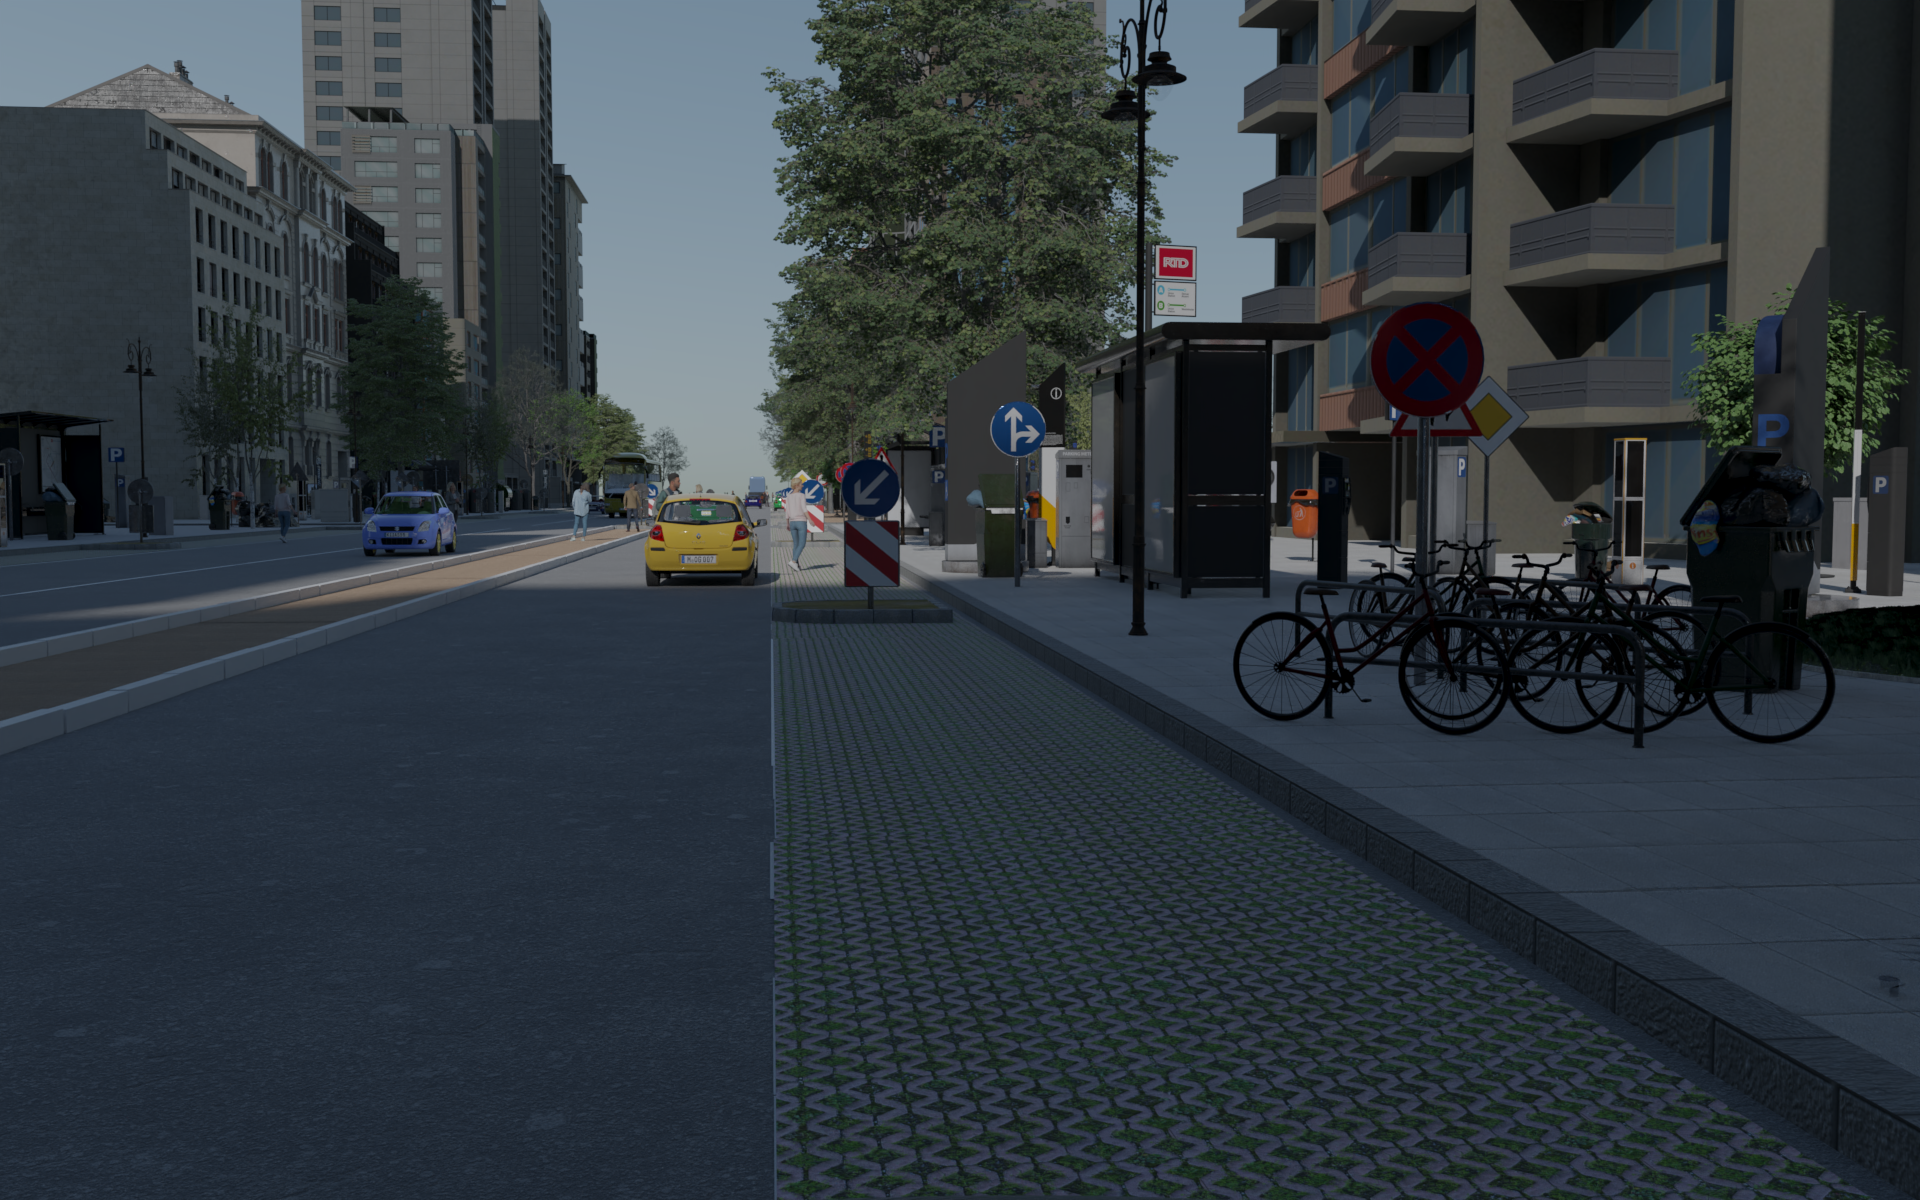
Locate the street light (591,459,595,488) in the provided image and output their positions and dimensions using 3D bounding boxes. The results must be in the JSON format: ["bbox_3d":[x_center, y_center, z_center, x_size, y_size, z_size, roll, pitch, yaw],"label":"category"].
[{"bbox_3d":[-38.572,-12.821,182.405,0.468,5.910,1.993,0,4,-6],"label":"street light"}]

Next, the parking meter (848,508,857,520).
[{"bbox_3d":[-4.322,-3.894,69.383,0.255,1.863,0.399,-2,4,-29],"label":"parking meter"}]

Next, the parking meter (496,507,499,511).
[{"bbox_3d":[-34.334,-7.364,128.804,0.372,1.533,0.369,0,3,0],"label":"parking meter"}]

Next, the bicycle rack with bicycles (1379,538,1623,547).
[{"bbox_3d":[3.871,0.002,13.342,2.852,0.926,2.925,-1,4,-21],"label":"bicycle rack with bicycles"}]

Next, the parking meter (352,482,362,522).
[{"bbox_3d":[-27.464,-4.479,78.949,0.399,1.863,0.255,3,4,36],"label":"parking meter"}]

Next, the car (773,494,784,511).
[{"bbox_3d":[-14.552,-8.246,143.614,1.959,1.807,4.718,0,4,-5],"label":"car"}]

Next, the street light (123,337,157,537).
[{"bbox_3d":[-24.139,-4.790,51.111,0.468,5.910,1.993,0,4,-6],"label":"street light"}]

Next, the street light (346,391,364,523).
[{"bbox_3d":[-27.069,-6.409,77.576,0.468,5.910,1.993,0,4,-6],"label":"street light"}]

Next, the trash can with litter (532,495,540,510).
[{"bbox_3d":[-35.556,-8.151,144.655,0.624,1.170,1.055,-1,4,-19],"label":"trash can with litter"}]

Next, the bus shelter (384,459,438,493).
[{"bbox_3d":[-31.760,-6.501,100.221,2.014,3.302,5.546,0,4,-6],"label":"bus shelter"}]

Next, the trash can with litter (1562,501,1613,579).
[{"bbox_3d":[9.647,-0.905,26.182,1.055,1.170,0.624,-3,4,-36],"label":"trash can with litter"}]

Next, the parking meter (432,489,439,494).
[{"bbox_3d":[-28.605,-5.261,94.435,0.372,1.533,0.369,0,3,0],"label":"parking meter"}]

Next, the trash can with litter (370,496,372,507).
[{"bbox_3d":[-42.034,-6.974,125.084,2.233,1.210,1.678,1,4,14],"label":"trash can with litter"}]

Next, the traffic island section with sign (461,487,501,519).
[{"bbox_3d":[-27.326,-5.519,98.864,1.989,1.847,2.006,0,4,-6],"label":"traffic island section with sign"}]

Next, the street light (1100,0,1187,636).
[{"bbox_3d":[1.621,-2.617,15.574,0.468,5.910,1.993,0,4,-6],"label":"street light"}]

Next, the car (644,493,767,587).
[{"bbox_3d":[-4.173,-1.107,28.329,2.015,1.641,3.980,0,4,-6],"label":"car"}]

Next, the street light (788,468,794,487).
[{"bbox_3d":[-27.714,-19.033,283.969,0.468,5.910,1.993,0,4,-6],"label":"street light"}]

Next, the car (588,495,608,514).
[{"bbox_3d":[-26.146,-6.824,124.145,1.945,1.354,3.894,0,4,-4],"label":"car"}]

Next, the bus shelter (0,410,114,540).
[{"bbox_3d":[-27.245,-3.692,51.652,1.731,3.624,6.357,0,4,-6],"label":"bus shelter"}]

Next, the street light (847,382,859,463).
[{"bbox_3d":[-4.430,-6.030,71.375,0.468,5.910,1.993,0,4,-6],"label":"street light"}]

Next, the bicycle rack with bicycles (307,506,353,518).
[{"bbox_3d":[-34.408,-4.981,94.821,2.925,0.926,2.852,-1,4,-23],"label":"bicycle rack with bicycles"}]

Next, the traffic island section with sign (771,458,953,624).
[{"bbox_3d":[-1.174,-0.693,19.952,1.989,1.847,2.006,0,4,-6],"label":"traffic island section with sign"}]

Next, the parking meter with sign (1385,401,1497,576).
[{"bbox_3d":[7.706,-1.923,27.708,1.738,3.016,0.543,3,5,39],"label":"parking meter with sign"}]

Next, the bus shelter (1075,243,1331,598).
[{"bbox_3d":[3.040,-2.924,25.433,2.179,5.291,8.768,0,4,-6],"label":"bus shelter"}]

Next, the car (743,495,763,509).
[{"bbox_3d":[-20.107,-9.514,168.129,1.945,1.354,3.894,0,4,-8],"label":"car"}]

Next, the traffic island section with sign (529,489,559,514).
[{"bbox_3d":[-30.338,-7.199,126.325,1.989,1.847,2.006,0,4,-6],"label":"traffic island section with sign"}]

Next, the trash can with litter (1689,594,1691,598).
[{"bbox_3d":[9.842,-0.638,21.486,1.678,1.210,2.233,0,4,-1],"label":"trash can with litter"}]

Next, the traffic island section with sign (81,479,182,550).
[{"bbox_3d":[-21.441,-2.225,45.001,1.989,1.847,2.006,0,4,-6],"label":"traffic island section with sign"}]

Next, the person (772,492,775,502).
[{"bbox_3d":[-33.159,-18.244,307.500,0.721,1.736,1.217,1,4,19],"label":"person"}]

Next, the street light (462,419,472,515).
[{"bbox_3d":[-30.255,-8.159,106.185,0.468,5.910,1.993,0,4,-6],"label":"street light"}]

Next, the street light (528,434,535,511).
[{"bbox_3d":[-33.202,-9.866,134.094,0.468,5.910,1.993,0,4,-6],"label":"street light"}]

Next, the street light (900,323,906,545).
[{"bbox_3d":[-1.445,-4.323,43.470,0.468,5.910,1.993,0,4,-6],"label":"street light"}]

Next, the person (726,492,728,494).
[{"bbox_3d":[-41.383,-18.321,308.834,0.721,1.735,1.217,1,4,14],"label":"person"}]

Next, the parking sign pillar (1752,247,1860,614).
[{"bbox_3d":[8.899,-1.842,18.588,1.447,3.967,1.447,3,5,39],"label":"parking sign pillar"}]

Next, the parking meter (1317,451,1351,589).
[{"bbox_3d":[5.068,-1.086,23.465,0.399,1.863,0.255,2,4,32],"label":"parking meter"}]

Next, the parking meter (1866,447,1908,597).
[{"bbox_3d":[11.661,-0.985,21.810,0.255,1.863,0.399,-1,4,-21],"label":"parking meter"}]

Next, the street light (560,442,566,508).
[{"bbox_3d":[-35.427,-11.112,154.476,0.468,5.910,1.993,0,4,-6],"label":"street light"}]

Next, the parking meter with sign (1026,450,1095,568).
[{"bbox_3d":[2.008,-2.071,30.117,1.738,3.016,0.543,0,4,-6],"label":"parking meter with sign"}]

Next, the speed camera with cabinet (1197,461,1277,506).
[{"bbox_3d":[7.353,-3.159,45.983,2.038,3.252,0.660,-1,4,-14],"label":"speed camera with cabinet"}]

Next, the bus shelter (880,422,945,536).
[{"bbox_3d":[-1.244,-3.491,51.007,2.014,3.302,5.546,0,4,-6],"label":"bus shelter"}]

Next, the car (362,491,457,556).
[{"bbox_3d":[-13.068,-1.932,41.185,1.945,1.707,3.694,0,4,-8],"label":"car"}]

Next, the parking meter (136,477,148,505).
[{"bbox_3d":[-28.201,-3.302,59.694,0.399,1.863,0.255,0,4,0],"label":"parking meter"}]

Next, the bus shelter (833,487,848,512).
[{"bbox_3d":[-9.791,-9.993,141.019,2.179,5.291,8.768,0,4,-6],"label":"bus shelter"}]

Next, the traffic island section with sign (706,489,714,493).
[{"bbox_3d":[-22.121,-8.873,153.203,2.006,1.907,1.989,0,4,-6],"label":"traffic island section with sign"}]

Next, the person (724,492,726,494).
[{"bbox_3d":[-39.455,-17.210,290.593,1.217,1.736,0.721,1,4,10],"label":"person"}]

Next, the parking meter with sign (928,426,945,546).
[{"bbox_3d":[-0.541,-2.887,43.465,0.543,3.016,1.738,0,4,2],"label":"parking meter with sign"}]

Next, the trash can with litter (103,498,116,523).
[{"bbox_3d":[-38.387,-4.074,78.004,1.055,1.170,0.624,1,4,18],"label":"trash can with litter"}]

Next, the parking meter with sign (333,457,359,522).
[{"bbox_3d":[-28.473,-5.101,79.658,0.543,3.016,1.738,2,4,24],"label":"parking meter with sign"}]

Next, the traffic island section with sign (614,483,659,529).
[{"bbox_3d":[-13.145,-3.854,71.145,2.006,1.907,1.989,0,4,-6],"label":"traffic island section with sign"}]

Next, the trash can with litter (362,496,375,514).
[{"bbox_3d":[-38.155,-6.153,111.992,0.624,1.170,1.055,3,5,40],"label":"trash can with litter"}]

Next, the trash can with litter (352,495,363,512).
[{"bbox_3d":[-36.241,-5.621,102.956,1.678,1.210,2.233,-1,4,-12],"label":"trash can with litter"}]

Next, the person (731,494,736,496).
[{"bbox_3d":[-34.947,-15.731,266.529,1.217,1.723,0.721,-1,4,-18],"label":"person"}]

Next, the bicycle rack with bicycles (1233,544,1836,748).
[{"bbox_3d":[3.383,0.221,9.772,2.925,0.926,2.852,3,5,42],"label":"bicycle rack with bicycles"}]

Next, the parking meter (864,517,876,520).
[{"bbox_3d":[-2.852,-2.830,54.688,0.372,1.533,0.369,0,3,0],"label":"parking meter"}]

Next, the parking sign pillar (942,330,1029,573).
[{"bbox_3d":[0.416,-2.452,28.555,1.447,3.967,1.447,0,4,-7],"label":"parking sign pillar"}]

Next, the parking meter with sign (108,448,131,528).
[{"bbox_3d":[-31.733,-4.246,65.681,0.543,3.016,1.738,-1,4,-12],"label":"parking meter with sign"}]
